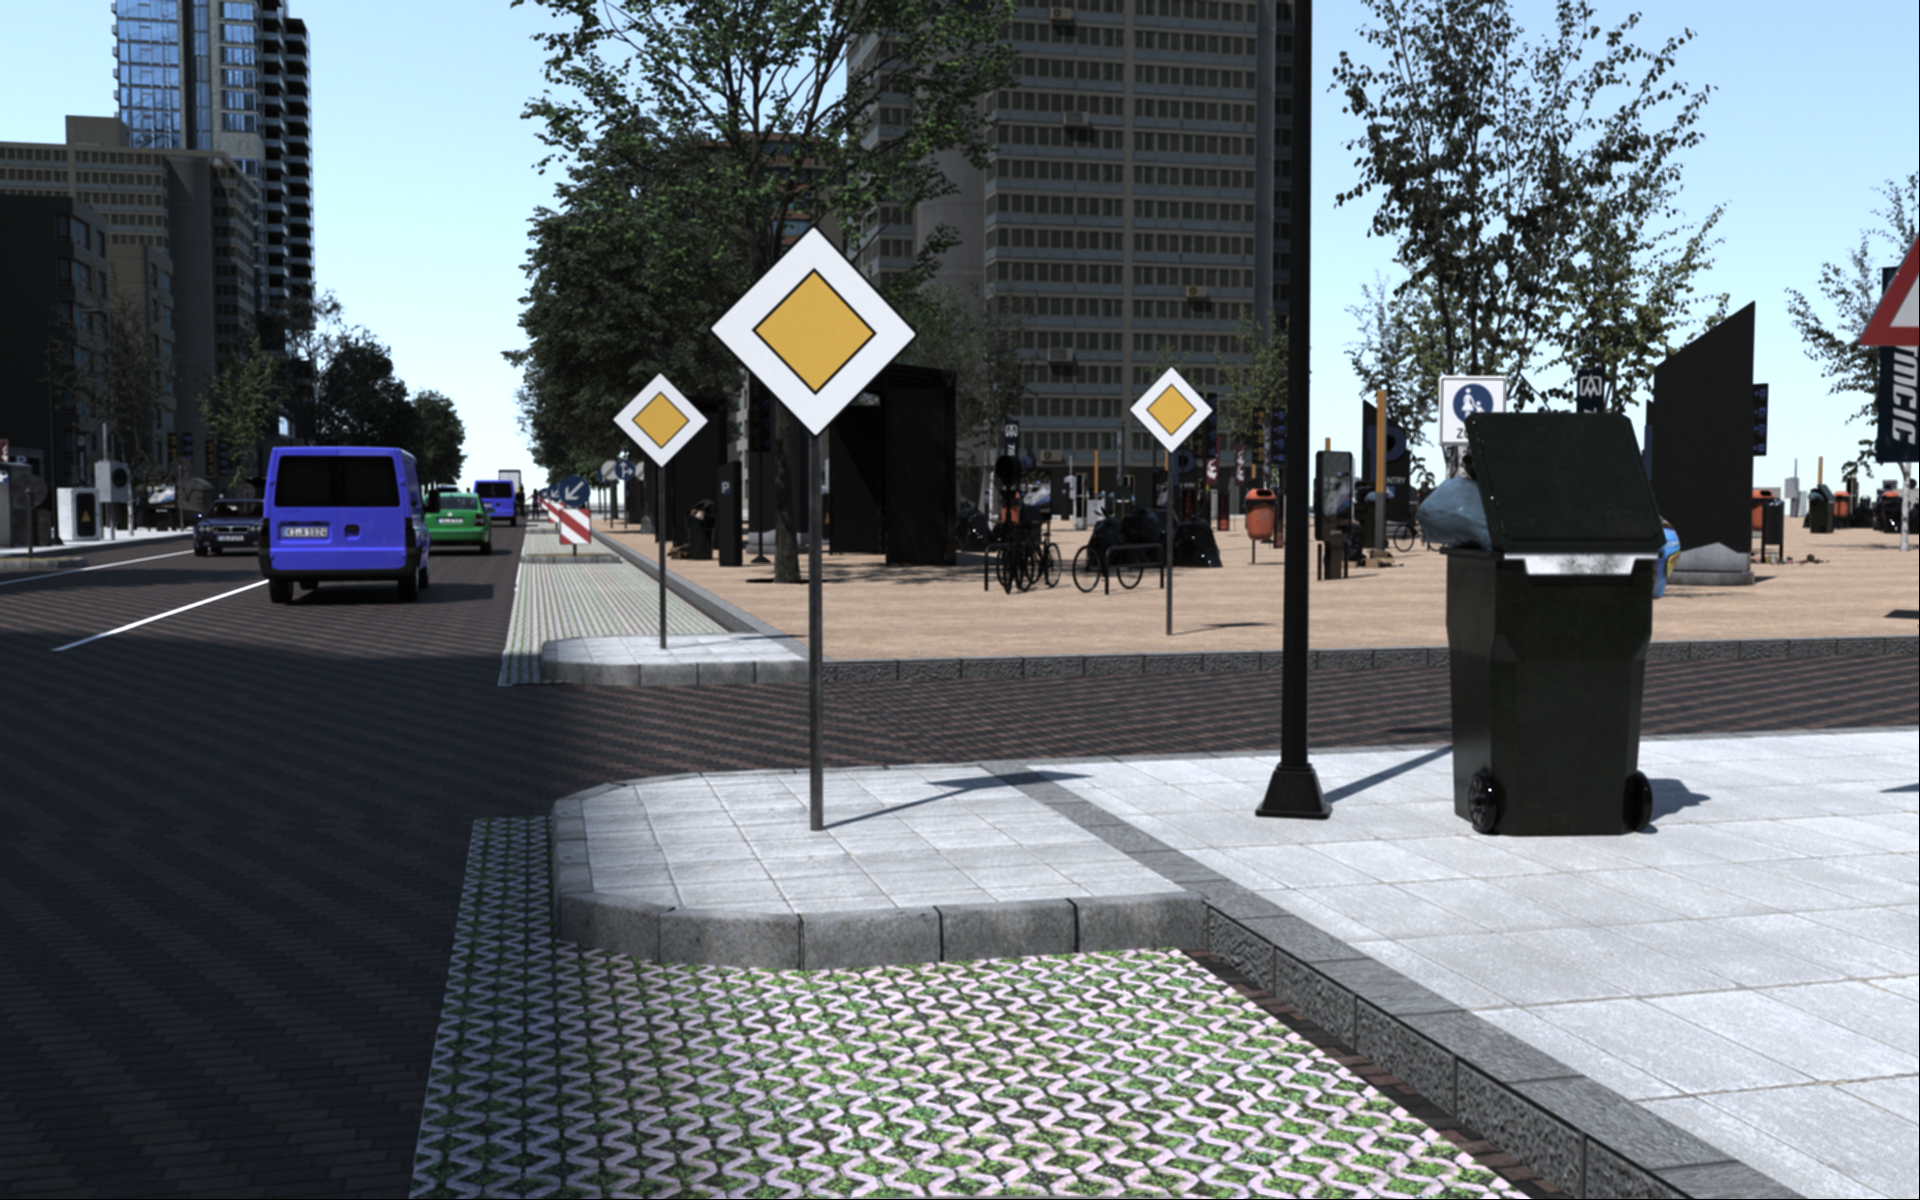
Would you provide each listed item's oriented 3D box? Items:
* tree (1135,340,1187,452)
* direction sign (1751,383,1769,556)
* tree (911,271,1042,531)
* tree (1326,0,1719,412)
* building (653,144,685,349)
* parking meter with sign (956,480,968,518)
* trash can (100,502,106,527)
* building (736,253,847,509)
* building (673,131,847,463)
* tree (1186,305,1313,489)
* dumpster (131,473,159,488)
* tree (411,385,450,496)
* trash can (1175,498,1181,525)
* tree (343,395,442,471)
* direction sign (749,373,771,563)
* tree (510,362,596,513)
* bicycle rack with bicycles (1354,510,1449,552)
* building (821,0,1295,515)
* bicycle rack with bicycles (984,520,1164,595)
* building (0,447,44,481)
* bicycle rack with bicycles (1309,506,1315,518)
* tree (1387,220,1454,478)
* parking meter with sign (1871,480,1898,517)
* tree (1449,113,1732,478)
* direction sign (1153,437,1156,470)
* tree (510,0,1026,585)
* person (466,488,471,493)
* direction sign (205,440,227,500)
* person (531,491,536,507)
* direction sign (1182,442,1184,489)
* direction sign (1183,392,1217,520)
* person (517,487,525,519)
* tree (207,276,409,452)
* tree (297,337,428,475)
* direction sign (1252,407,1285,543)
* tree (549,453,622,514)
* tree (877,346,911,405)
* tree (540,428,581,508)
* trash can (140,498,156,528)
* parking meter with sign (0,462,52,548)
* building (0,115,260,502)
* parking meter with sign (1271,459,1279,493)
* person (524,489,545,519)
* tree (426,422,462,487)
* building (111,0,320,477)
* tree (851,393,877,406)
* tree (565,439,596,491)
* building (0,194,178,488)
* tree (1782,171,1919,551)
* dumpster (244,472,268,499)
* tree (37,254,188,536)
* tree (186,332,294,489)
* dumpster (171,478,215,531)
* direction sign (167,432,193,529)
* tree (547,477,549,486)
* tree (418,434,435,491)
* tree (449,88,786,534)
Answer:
[{"bbox_3d":[10.206,-8.082,82.499,4.737,8.622,4.395,0,3,0],"label":"tree"},{"bbox_3d":[16.267,-2.679,35.794,0.379,3.537,0.876,-2,4,-28],"label":"direction sign"},{"bbox_3d":[0.954,-6.556,57.556,4.360,8.622,3.978,0,3,0],"label":"tree"},{"bbox_3d":[5.930,-4.241,19.704,4.360,8.622,3.978,0,3,0],"label":"tree"},{"bbox_3d":[-30.784,-37.536,237.414,21.300,48.544,21.600,-1,4,-14],"label":"building"},{"bbox_3d":[-0.293,-5.863,92.123,0.543,3.016,1.738,3,5,43],"label":"parking meter with sign"},{"bbox_3d":[-33.559,-3.409,67.393,0.748,1.137,0.748,0,3,0],"label":"trash can"},{"bbox_3d":[-2.652,-18.078,140.619,27.650,21.520,28.899,-1,4,-14],"label":"building"},{"bbox_3d":[-23.545,-34.169,213.293,22.147,44.769,28.867,-1,4,-14],"label":"building"},{"bbox_3d":[11.721,-7.109,66.589,4.737,8.622,4.395,0,3,0],"label":"tree"},{"bbox_3d":[-34.579,-4.344,73.521,1.502,2.255,1.985,-1,4,-14],"label":"dumpster"},{"bbox_3d":[-63.153,-18.233,204.770,9.857,13.997,8.962,0,3,0],"label":"tree"},{"bbox_3d":[7.600,-2.889,58.881,0.748,1.137,0.748,0,3,0],"label":"trash can"},{"bbox_3d":[-51.529,-13.664,157.814,7.601,10.594,8.767,1,4,13],"label":"tree"},{"bbox_3d":[-3.716,-2.458,32.191,0.379,3.537,0.876,1,4,18],"label":"direction sign"},{"bbox_3d":[-26.120,-12.768,119.122,12.009,13.543,11.850,0,3,0],"label":"tree"},{"bbox_3d":[10.740,-1.513,38.112,2.925,0.926,2.852,-3,4,-38],"label":"bicycle rack with bicycles"},{"bbox_3d":[5.639,-25.873,114.901,32.217,40.220,23.993,-1,4,-14],"label":"building"},{"bbox_3d":[1.357,-0.601,23.201,2.852,0.926,2.925,2,4,31],"label":"bicycle rack with bicycles"},{"bbox_3d":[-59.461,-39.673,86.909,20.563,71.187,20.611,-1,4,-14],"label":"building"},{"bbox_3d":[19.616,-4.801,91.878,2.852,0.926,2.925,-3,5,-40],"label":"bicycle rack with bicycles"},{"bbox_3d":[12.522,-5.710,43.714,4.737,8.622,4.395,0,3,0],"label":"tree"},{"bbox_3d":[50.887,-6.025,94.770,1.738,3.016,0.543,3,4,38],"label":"parking meter with sign"},{"bbox_3d":[13.027,-5.153,34.620,4.737,8.622,4.395,0,3,0],"label":"tree"},{"bbox_3d":[7.419,-4.530,66.061,0.379,3.537,0.876,0,4,2],"label":"direction sign"},{"bbox_3d":[-2.652,-6.055,24.752,9.928,11.665,9.643,0,3,0],"label":"tree"},{"bbox_3d":[-28.788,-5.674,101.367,0.705,1.812,1.348,2,4,28],"label":"person"},{"bbox_3d":[-31.373,-4.960,73.092,0.379,3.537,0.876,3,5,43],"label":"direction sign"},{"bbox_3d":[-45.694,-10.846,185.920,0.705,1.812,1.348,0,4,5],"label":"person"},{"bbox_3d":[7.368,-3.994,57.293,0.379,3.537,0.876,1,4,10],"label":"direction sign"},{"bbox_3d":[5.459,-2.854,38.666,0.379,3.537,0.876,3,5,42],"label":"direction sign"},{"bbox_3d":[-25.561,-5.676,100.938,0.705,1.869,1.348,-2,4,-28],"label":"person"},{"bbox_3d":[-36.376,-11.432,97.281,12.009,13.543,11.850,0,3,0],"label":"tree"},{"bbox_3d":[-43.188,-12.727,125.100,9.611,12.733,9.660,0,3,0],"label":"tree"},{"bbox_3d":[8.045,-3.254,45.208,0.876,3.537,0.379,-1,4,-9],"label":"direction sign"},{"bbox_3d":[-22.871,-7.739,110.250,4.285,4.588,4.351,0,3,0],"label":"tree"},{"bbox_3d":[-0.830,-7.301,69.741,4.360,8.622,3.978,0,3,0],"label":"tree"},{"bbox_3d":[-31.458,-12.838,144.318,7.601,10.594,8.767,1,4,11],"label":"tree"},{"bbox_3d":[-30.748,-3.313,65.818,0.748,1.137,0.748,0,3,0],"label":"trash can"},{"bbox_3d":[-22.756,-2.783,41.765,0.543,3.016,1.738,1,4,16],"label":"parking meter with sign"},{"bbox_3d":[-88.482,-30.031,182.889,32.217,40.220,23.993,-1,4,-14],"label":"building"},{"bbox_3d":[15.818,-5.559,87.146,0.543,3.016,1.738,1,4,18],"label":"parking meter with sign"},{"bbox_3d":[-24.020,-5.426,97.891,1.217,1.739,0.721,-2,4,-31],"label":"person"},{"bbox_3d":[-72.596,-19.614,238.817,7.486,12.596,7.792,0,3,0],"label":"tree"},{"bbox_3d":[-89.526,-54.851,209.485,22.319,86.520,31.000,-1,4,-14],"label":"building"},{"bbox_3d":[-4.341,-7.712,76.445,4.360,8.622,3.978,0,3,0],"label":"tree"},{"bbox_3d":[-33.307,-12.391,152.954,4.360,8.622,3.978,0,3,0],"label":"tree"},{"bbox_3d":[-68.395,-16.308,111.682,27.650,21.520,28.899,-1,4,-14],"label":"building"},{"bbox_3d":[21.083,-5.411,38.838,4.360,8.622,3.978,0,3,0],"label":"tree"},{"bbox_3d":[-25.574,-3.636,64.401,1.985,2.255,1.502,-1,4,-16],"label":"dumpster"},{"bbox_3d":[-25.524,-6.265,52.795,4.360,8.622,3.978,0,3,0],"label":"tree"},{"bbox_3d":[-32.308,-7.813,78.112,4.737,8.622,4.395,0,3,0],"label":"tree"},{"bbox_3d":[-27.208,-3.400,61.355,1.264,1.857,1.865,-1,4,-14],"label":"dumpster"},{"bbox_3d":[-28.731,-4.396,63.864,0.876,3.537,0.379,-3,5,-42],"label":"direction sign"},{"bbox_3d":[-45.671,-13.136,198.484,4.285,4.588,4.351,0,3,0],"label":"tree"},{"bbox_3d":[-54.966,-13.637,173.329,4.737,8.622,4.395,0,3,0],"label":"tree"},{"bbox_3d":[-10.018,-9.087,55.234,9.857,13.997,8.962,0,3,0],"label":"tree"}]
